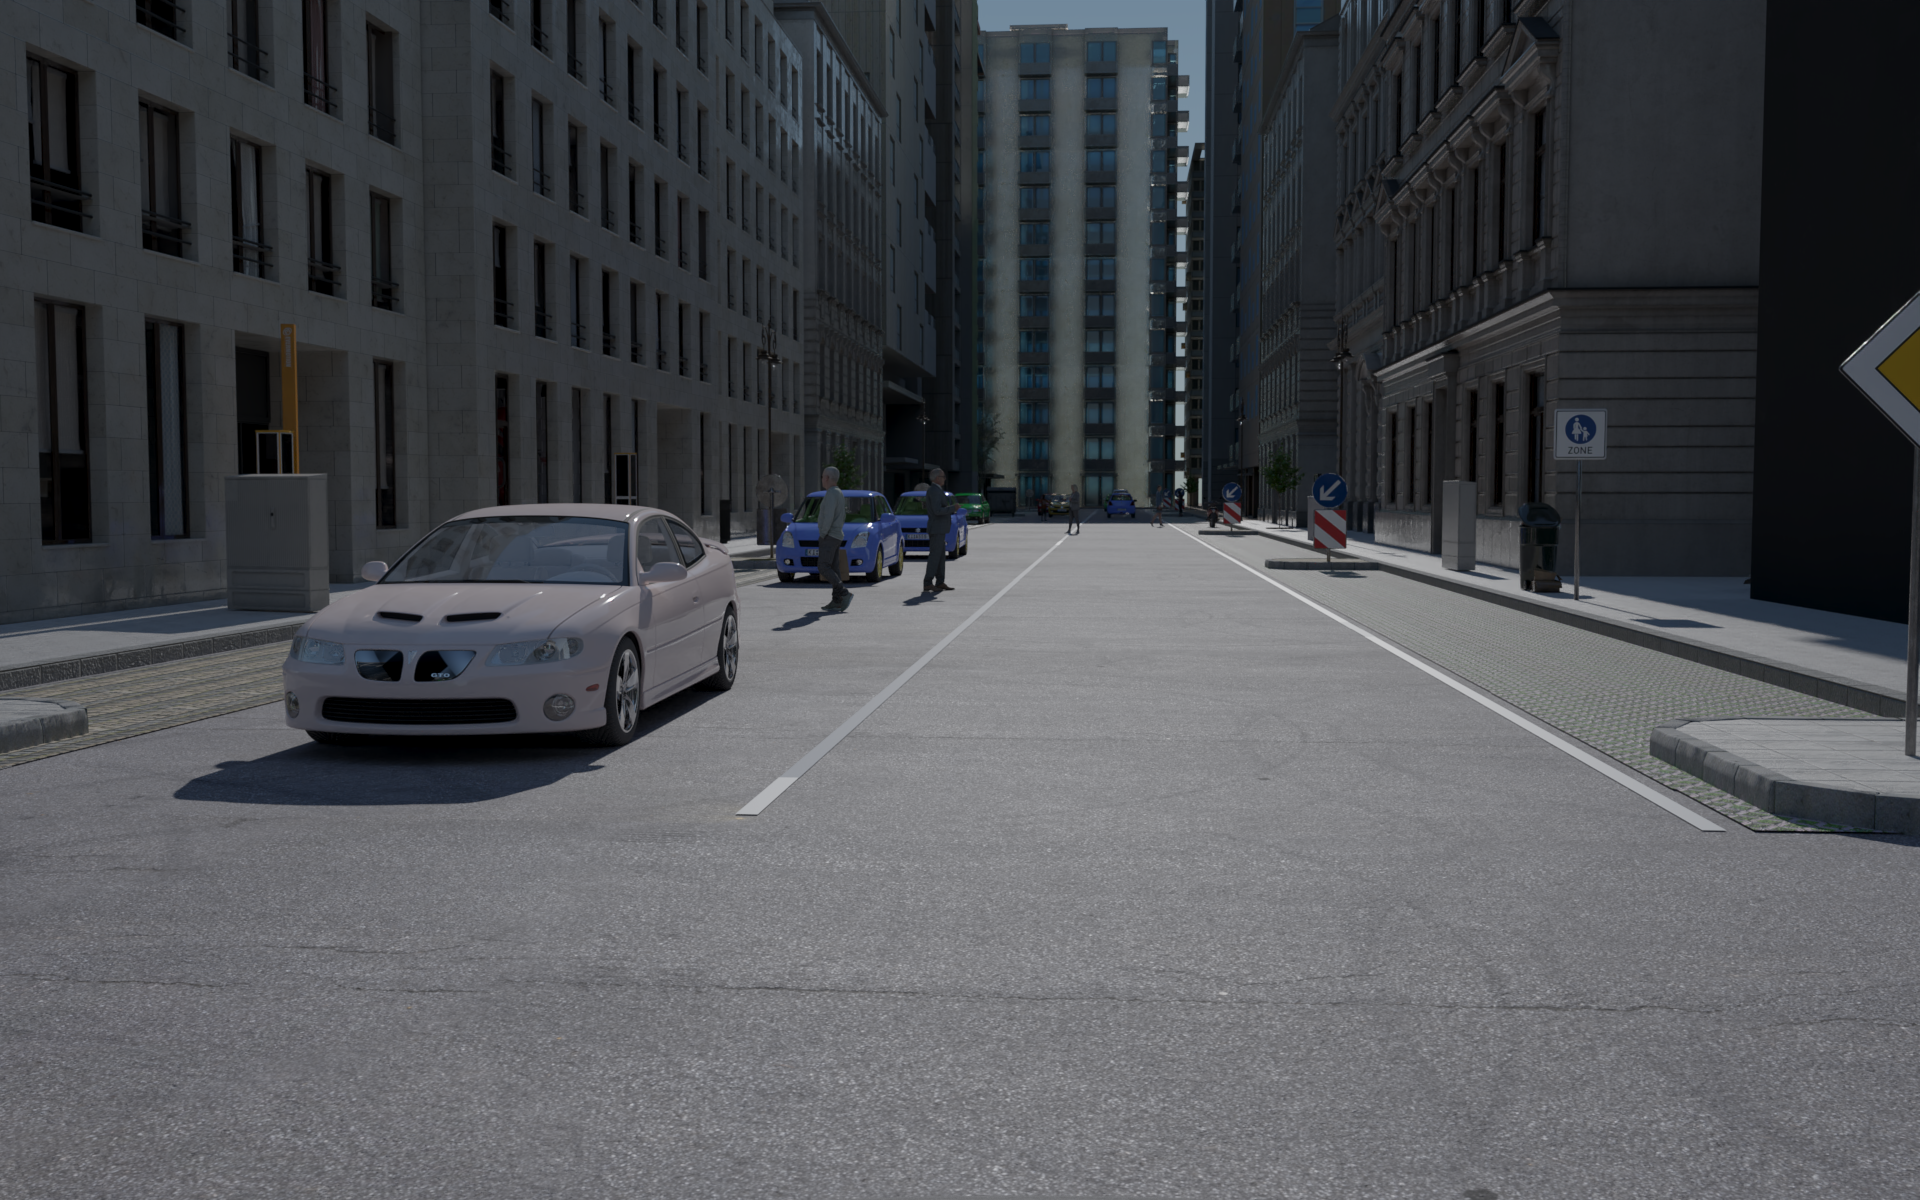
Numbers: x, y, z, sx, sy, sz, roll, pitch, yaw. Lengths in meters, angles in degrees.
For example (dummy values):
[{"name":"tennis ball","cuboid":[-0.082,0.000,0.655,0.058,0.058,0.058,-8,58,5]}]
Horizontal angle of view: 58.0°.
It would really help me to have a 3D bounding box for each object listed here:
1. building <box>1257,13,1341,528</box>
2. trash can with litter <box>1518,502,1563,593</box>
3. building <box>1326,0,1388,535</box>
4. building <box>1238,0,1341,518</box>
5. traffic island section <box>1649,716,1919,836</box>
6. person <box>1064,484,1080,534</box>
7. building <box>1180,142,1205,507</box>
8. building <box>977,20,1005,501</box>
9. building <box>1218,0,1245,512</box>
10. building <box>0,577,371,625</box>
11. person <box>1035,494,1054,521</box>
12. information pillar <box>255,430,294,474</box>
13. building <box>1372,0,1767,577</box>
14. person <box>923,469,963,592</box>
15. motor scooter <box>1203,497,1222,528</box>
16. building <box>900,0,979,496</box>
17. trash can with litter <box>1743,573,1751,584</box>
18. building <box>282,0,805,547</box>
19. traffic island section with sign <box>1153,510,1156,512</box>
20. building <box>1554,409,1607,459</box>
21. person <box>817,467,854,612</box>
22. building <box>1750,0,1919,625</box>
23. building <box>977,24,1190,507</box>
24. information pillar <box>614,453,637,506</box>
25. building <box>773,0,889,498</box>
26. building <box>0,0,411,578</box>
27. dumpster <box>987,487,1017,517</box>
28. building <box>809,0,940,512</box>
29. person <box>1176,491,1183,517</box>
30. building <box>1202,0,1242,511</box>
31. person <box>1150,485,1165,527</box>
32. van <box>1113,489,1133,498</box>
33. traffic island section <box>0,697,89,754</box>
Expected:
[{"name":"building","cuboid":[18.238,-13.732,73.667,9.793,20.994,18.267,0,4,5]},{"name":"trash can with litter","cuboid":[7.753,-0.704,22.898,0.624,1.170,1.055,0,4,4]},{"name":"building","cuboid":[17.907,-13.787,54.302,11.050,23.489,19.941,0,4,5]},{"name":"building","cuboid":[22.206,-26.934,90.484,14.600,45.320,14.200,0,4,5]},{"name":"traffic island section","cuboid":[4.686,0.842,8.513,2.009,0.180,2.903,0,4,5]},{"name":"person","cuboid":[4.110,-3.309,62.790,0.526,1.800,0.537,-1,4,-22]},{"name":"building","cuboid":[35.612,-29.957,181.684,23.993,40.220,32.217,0,4,5]},{"name":"building","cuboid":[-11.203,-30.292,149.894,28.867,44.769,22.147,0,4,5]},{"name":"building","cuboid":[29.448,-30.156,112.664,23.786,49.044,30.456,0,4,5]},{"name":"building","cuboid":[-14.352,-10.051,19.083,10.420,20.320,16.860,0,4,5]},{"name":"person","cuboid":[4.448,-4.891,91.735,1.065,1.426,0.557,-1,4,-23]},{"name":"information pillar","cuboid":[-7.927,-0.954,20.090,0.304,2.012,0.304,1,4,9]},{"name":"building","cuboid":[14.681,-10.425,35.069,10.561,19.102,19.286,0,4,5]},{"name":"person","cuboid":[-0.257,-1.032,25.545,0.590,1.801,0.661,0,4,-7]},{"name":"motor scooter","cuboid":[10.842,-3.765,74.335,0.815,1.314,1.986,0,4,5]},{"name":"building","cuboid":[-6.286,-26.631,119.010,14.154,41.232,14.086,0,4,5]},{"name":"trash can with litter","cuboid":[10.908,-0.707,22.948,0.624,1.170,1.055,-2,4,-29]},{"name":"building","cuboid":[-11.393,-12.101,52.610,10.420,20.320,16.860,0,4,5]},{"name":"traffic island section with sign","cuboid":[16.266,-7.864,137.207,1.989,1.847,2.006,0,4,5]},{"name":"building","cuboid":[56.884,-22.978,147.398,14.107,30.474,14.160,0,4,5]},{"name":"person","cuboid":[-1.528,-0.760,21.417,0.515,1.767,0.782,0,4,6]},{"name":"building","cuboid":[17.004,-11.254,13.688,15.834,23.373,12.332,0,4,5]},{"name":"building","cuboid":[8.120,-34.253,179.651,30.456,49.044,23.786,0,4,5]},{"name":"information pillar","cuboid":[-5.970,-1.619,30.962,0.304,2.012,0.304,1,4,13]},{"name":"building","cuboid":[-8.930,-13.550,70.691,9.793,20.994,18.267,0,4,5]},{"name":"building","cuboid":[-12.057,-11.072,35.774,10.420,20.320,16.860,0,4,5]},{"name":"dumpster","cuboid":[2.556,-6.006,106.406,1.865,1.857,1.264,0,4,6]},{"name":"building","cuboid":[-15.815,-31.158,98.677,28.713,52.752,27.495,0,4,5]},{"name":"person","cuboid":[13.629,-5.958,107.378,0.415,1.643,0.593,0,4,5]},{"name":"building","cuboid":[30.617,-36.691,141.892,21.231,58.520,28.212,0,4,5]},{"name":"person","cuboid":[8.733,-4.155,76.453,0.654,1.822,0.581,1,4,21]},{"name":"van","cuboid":[14.249,-8.944,153.250,2.013,2.044,4.112,0,4,7]},{"name":"traffic island section","cuboid":[-6.261,0.782,9.498,2.009,0.180,2.903,0,4,5]}]
